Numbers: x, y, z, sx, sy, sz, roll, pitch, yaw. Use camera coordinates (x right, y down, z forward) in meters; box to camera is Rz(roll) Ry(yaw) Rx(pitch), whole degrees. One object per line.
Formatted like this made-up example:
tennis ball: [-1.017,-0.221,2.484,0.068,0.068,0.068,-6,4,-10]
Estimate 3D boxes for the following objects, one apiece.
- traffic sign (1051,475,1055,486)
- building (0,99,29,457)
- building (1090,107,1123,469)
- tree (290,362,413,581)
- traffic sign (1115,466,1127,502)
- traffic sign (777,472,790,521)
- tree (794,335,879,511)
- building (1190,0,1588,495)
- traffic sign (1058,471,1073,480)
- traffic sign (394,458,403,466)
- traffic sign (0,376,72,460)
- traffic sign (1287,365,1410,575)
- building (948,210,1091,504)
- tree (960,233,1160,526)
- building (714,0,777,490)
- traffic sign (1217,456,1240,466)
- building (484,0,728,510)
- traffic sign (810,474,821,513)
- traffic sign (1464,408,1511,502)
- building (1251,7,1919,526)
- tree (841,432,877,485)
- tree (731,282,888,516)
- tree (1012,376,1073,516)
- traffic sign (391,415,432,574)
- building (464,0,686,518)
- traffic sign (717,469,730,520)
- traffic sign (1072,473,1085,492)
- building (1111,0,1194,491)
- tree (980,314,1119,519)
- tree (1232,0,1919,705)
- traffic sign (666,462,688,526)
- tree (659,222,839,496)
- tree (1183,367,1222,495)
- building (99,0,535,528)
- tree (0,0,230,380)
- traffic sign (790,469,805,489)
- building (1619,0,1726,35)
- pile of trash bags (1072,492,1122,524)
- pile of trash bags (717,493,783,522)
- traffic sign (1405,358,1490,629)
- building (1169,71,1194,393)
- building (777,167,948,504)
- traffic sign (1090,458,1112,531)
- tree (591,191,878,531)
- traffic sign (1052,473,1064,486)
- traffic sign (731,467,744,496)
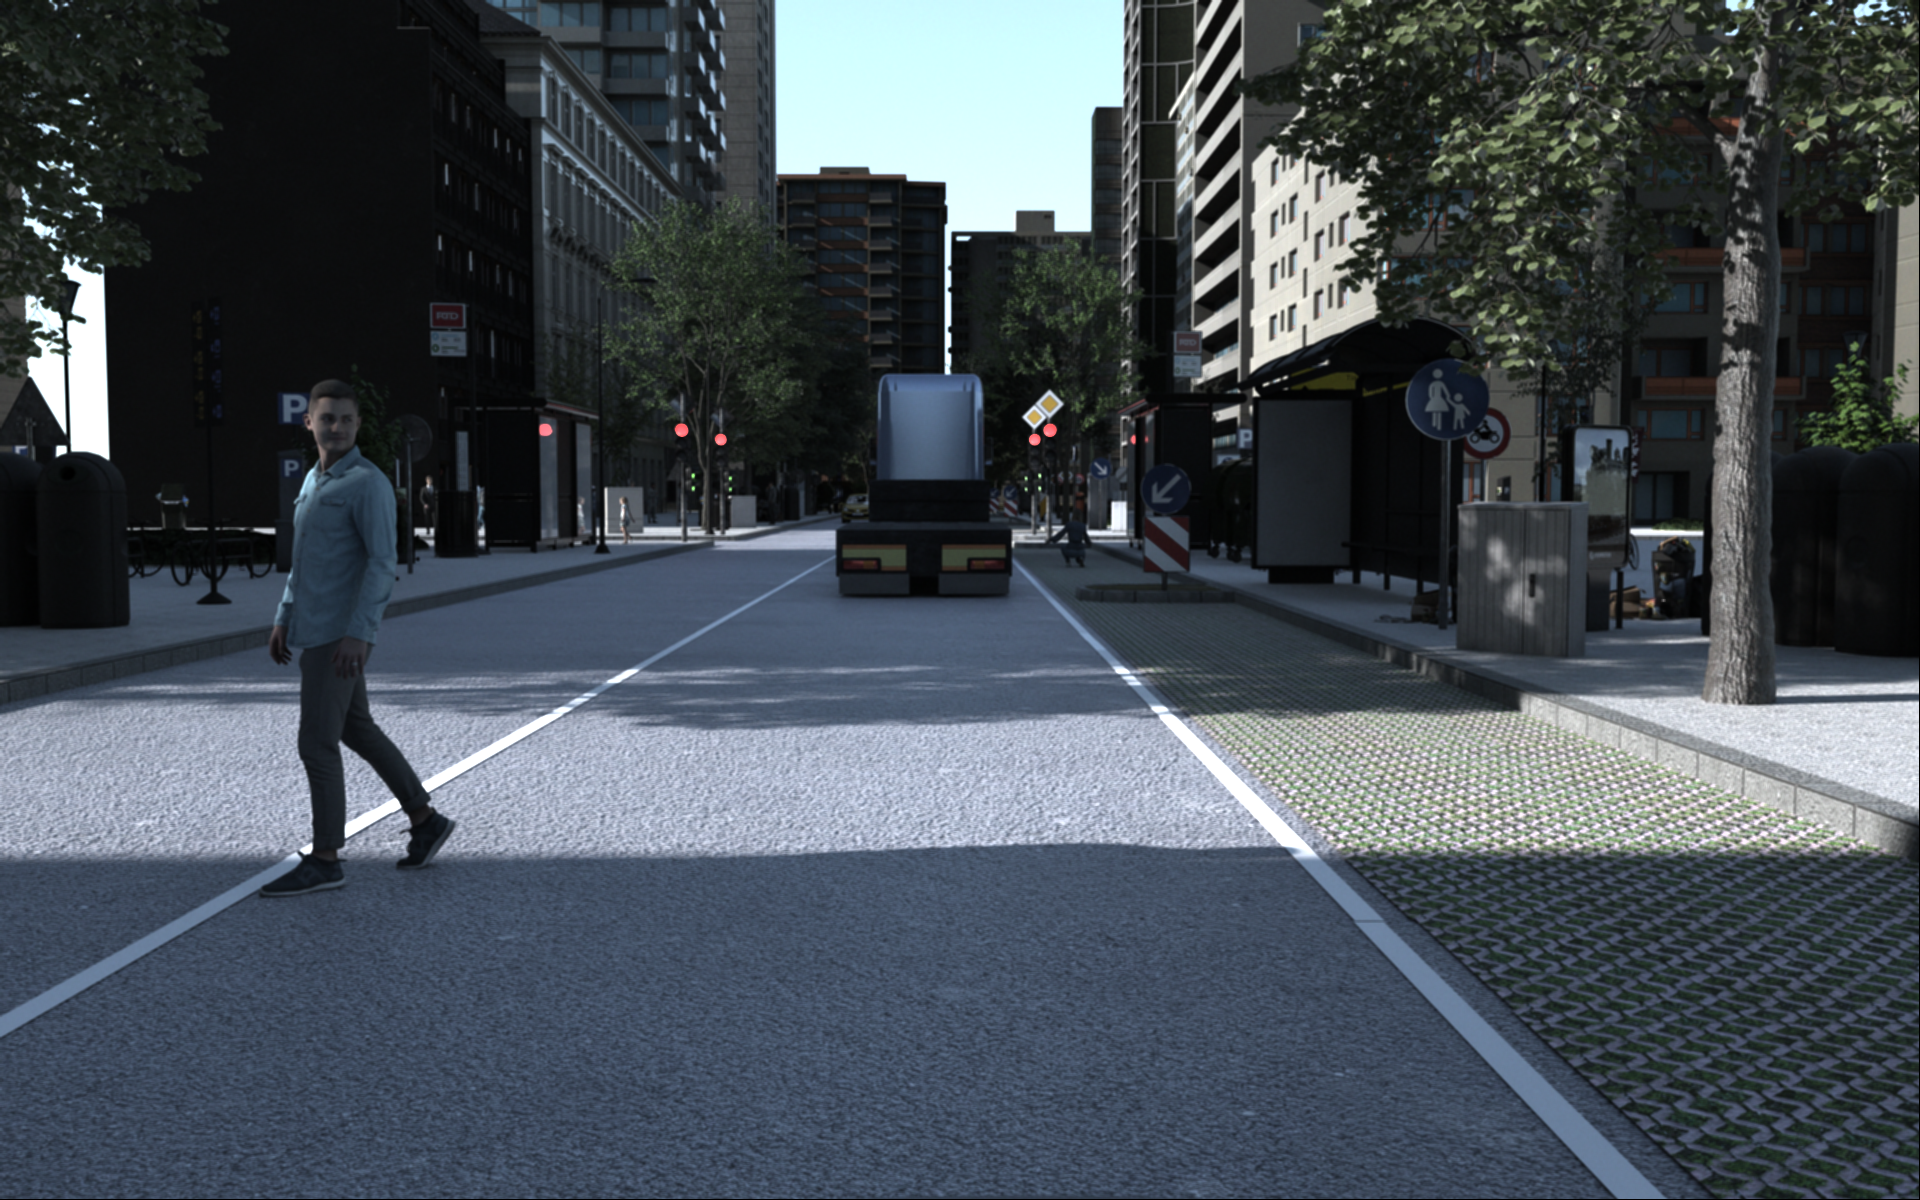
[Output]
traffic sign: [5.864,-6.622,108.006,0.795,2.593,0.064,0,4,6]
building: [-53.355,-16.718,70.606,25.104,27.353,12.463,0,4,0]
building: [20.910,-30.742,186.228,14.154,41.232,14.086,0,4,0]
tree: [-8.975,-1.890,25.498,1.663,3.219,1.824,0,3,0]
traffic sign: [7.520,-4.877,79.852,0.768,2.556,0.104,0,4,3]
traffic sign: [-8.276,-4.833,81.143,0.606,2.300,0.079,0,4,6]
tree: [-9.562,-13.318,128.116,12.009,13.543,11.850,0,3,0]
building: [27.448,-29.979,113.858,21.300,48.544,21.600,0,4,0]
traffic sign: [5.211,-5.208,84.891,0.795,2.593,0.064,0,4,8]
traffic sign: [-10.909,-2.072,33.606,0.795,2.593,0.064,0,4,7]
traffic sign: [-10.269,-1.172,19.169,0.884,2.594,0.081,0,4,3]
traffic sign: [6.295,-2.045,27.314,2.265,3.308,0.079,0,4,5]
building: [10.296,-33.520,239.924,23.993,40.220,32.217,0,4,0]
tree: [4.191,-8.861,70.626,9.928,11.665,9.643,0,3,0]
building: [-30.386,-45.499,182.153,20.611,71.187,20.563,0,4,0]
traffic sign: [7.012,-2.639,45.281,0.606,2.300,0.079,1,4,9]
building: [-31.663,-32.113,144.663,23.786,49.044,30.456,0,4,0]
traffic sign: [-9.194,-6.719,109.953,0.768,2.556,0.104,0,4,2]
traffic sign: [7.704,-1.554,25.518,0.768,2.556,0.104,0,4,3]
building: [29.804,-14.197,77.165,28.899,21.520,27.650,0,4,0]
tree: [-10.347,-17.608,204.892,9.611,12.733,9.660,0,3,0]
tree: [-9.144,-12.014,103.081,9.857,13.997,8.962,0,3,0]
tree: [4.545,-9.131,99.659,4.360,8.622,3.978,0,3,0]
traffic sign: [-8.860,-1.696,27.839,0.768,2.556,0.104,0,4,7]
building: [-27.624,-19.954,102.655,17.030,29.872,44.131,0,4,0]
traffic sign: [-11.794,-5.304,86.820,0.768,2.556,0.104,0,4,1]
traffic sign: [7.250,-6.470,105.882,0.768,2.556,0.104,0,4,5]
building: [24.784,-44.619,167.769,20.563,71.187,20.611,0,4,0]
tree: [4.862,-9.517,90.016,7.601,10.594,8.767,2,4,24]
tree: [5.073,-5.620,10.007,7.486,12.596,7.792,0,3,0]
traffic sign: [-11.174,-4.187,68.454,0.884,2.594,0.081,0,4,1]
tree: [-8.980,-9.486,73.229,7.486,12.596,7.792,0,3,0]
tree: [13.518,-9.202,100.817,4.360,8.622,3.978,0,3,0]
building: [-25.902,-14.851,72.497,12.332,23.373,15.834,0,4,0]
tree: [-8.253,-5.723,11.700,7.486,12.596,7.792,0,3,0]
traffic sign: [-8.129,-5.296,86.692,0.768,2.556,0.104,0,4,5]
building: [63.102,-39.287,184.337,28.212,58.520,21.231,0,4,0]
pile of trash bags: [5.778,-3.961,74.513,1.912,1.369,3.447,2,4,31]
pile of trash bags: [-9.879,-4.233,78.960,3.447,1.369,1.912,-2,4,-27]
traffic sign: [4.585,-0.995,16.366,0.768,2.556,0.104,1,4,8]
building: [31.313,-27.769,145.910,32.217,40.220,23.993,0,4,0]
building: [-16.093,-35.461,234.406,28.867,44.769,22.147,0,4,0]
traffic sign: [4.918,-3.702,60.640,0.768,2.556,0.104,0,4,1]
tree: [-8.895,-8.233,60.373,9.928,11.665,9.643,0,3,0]
traffic sign: [6.062,-6.503,106.435,0.768,2.556,0.104,0,4,3]
traffic sign: [-10.438,-4.959,81.085,0.884,2.594,0.081,0,4,3]
